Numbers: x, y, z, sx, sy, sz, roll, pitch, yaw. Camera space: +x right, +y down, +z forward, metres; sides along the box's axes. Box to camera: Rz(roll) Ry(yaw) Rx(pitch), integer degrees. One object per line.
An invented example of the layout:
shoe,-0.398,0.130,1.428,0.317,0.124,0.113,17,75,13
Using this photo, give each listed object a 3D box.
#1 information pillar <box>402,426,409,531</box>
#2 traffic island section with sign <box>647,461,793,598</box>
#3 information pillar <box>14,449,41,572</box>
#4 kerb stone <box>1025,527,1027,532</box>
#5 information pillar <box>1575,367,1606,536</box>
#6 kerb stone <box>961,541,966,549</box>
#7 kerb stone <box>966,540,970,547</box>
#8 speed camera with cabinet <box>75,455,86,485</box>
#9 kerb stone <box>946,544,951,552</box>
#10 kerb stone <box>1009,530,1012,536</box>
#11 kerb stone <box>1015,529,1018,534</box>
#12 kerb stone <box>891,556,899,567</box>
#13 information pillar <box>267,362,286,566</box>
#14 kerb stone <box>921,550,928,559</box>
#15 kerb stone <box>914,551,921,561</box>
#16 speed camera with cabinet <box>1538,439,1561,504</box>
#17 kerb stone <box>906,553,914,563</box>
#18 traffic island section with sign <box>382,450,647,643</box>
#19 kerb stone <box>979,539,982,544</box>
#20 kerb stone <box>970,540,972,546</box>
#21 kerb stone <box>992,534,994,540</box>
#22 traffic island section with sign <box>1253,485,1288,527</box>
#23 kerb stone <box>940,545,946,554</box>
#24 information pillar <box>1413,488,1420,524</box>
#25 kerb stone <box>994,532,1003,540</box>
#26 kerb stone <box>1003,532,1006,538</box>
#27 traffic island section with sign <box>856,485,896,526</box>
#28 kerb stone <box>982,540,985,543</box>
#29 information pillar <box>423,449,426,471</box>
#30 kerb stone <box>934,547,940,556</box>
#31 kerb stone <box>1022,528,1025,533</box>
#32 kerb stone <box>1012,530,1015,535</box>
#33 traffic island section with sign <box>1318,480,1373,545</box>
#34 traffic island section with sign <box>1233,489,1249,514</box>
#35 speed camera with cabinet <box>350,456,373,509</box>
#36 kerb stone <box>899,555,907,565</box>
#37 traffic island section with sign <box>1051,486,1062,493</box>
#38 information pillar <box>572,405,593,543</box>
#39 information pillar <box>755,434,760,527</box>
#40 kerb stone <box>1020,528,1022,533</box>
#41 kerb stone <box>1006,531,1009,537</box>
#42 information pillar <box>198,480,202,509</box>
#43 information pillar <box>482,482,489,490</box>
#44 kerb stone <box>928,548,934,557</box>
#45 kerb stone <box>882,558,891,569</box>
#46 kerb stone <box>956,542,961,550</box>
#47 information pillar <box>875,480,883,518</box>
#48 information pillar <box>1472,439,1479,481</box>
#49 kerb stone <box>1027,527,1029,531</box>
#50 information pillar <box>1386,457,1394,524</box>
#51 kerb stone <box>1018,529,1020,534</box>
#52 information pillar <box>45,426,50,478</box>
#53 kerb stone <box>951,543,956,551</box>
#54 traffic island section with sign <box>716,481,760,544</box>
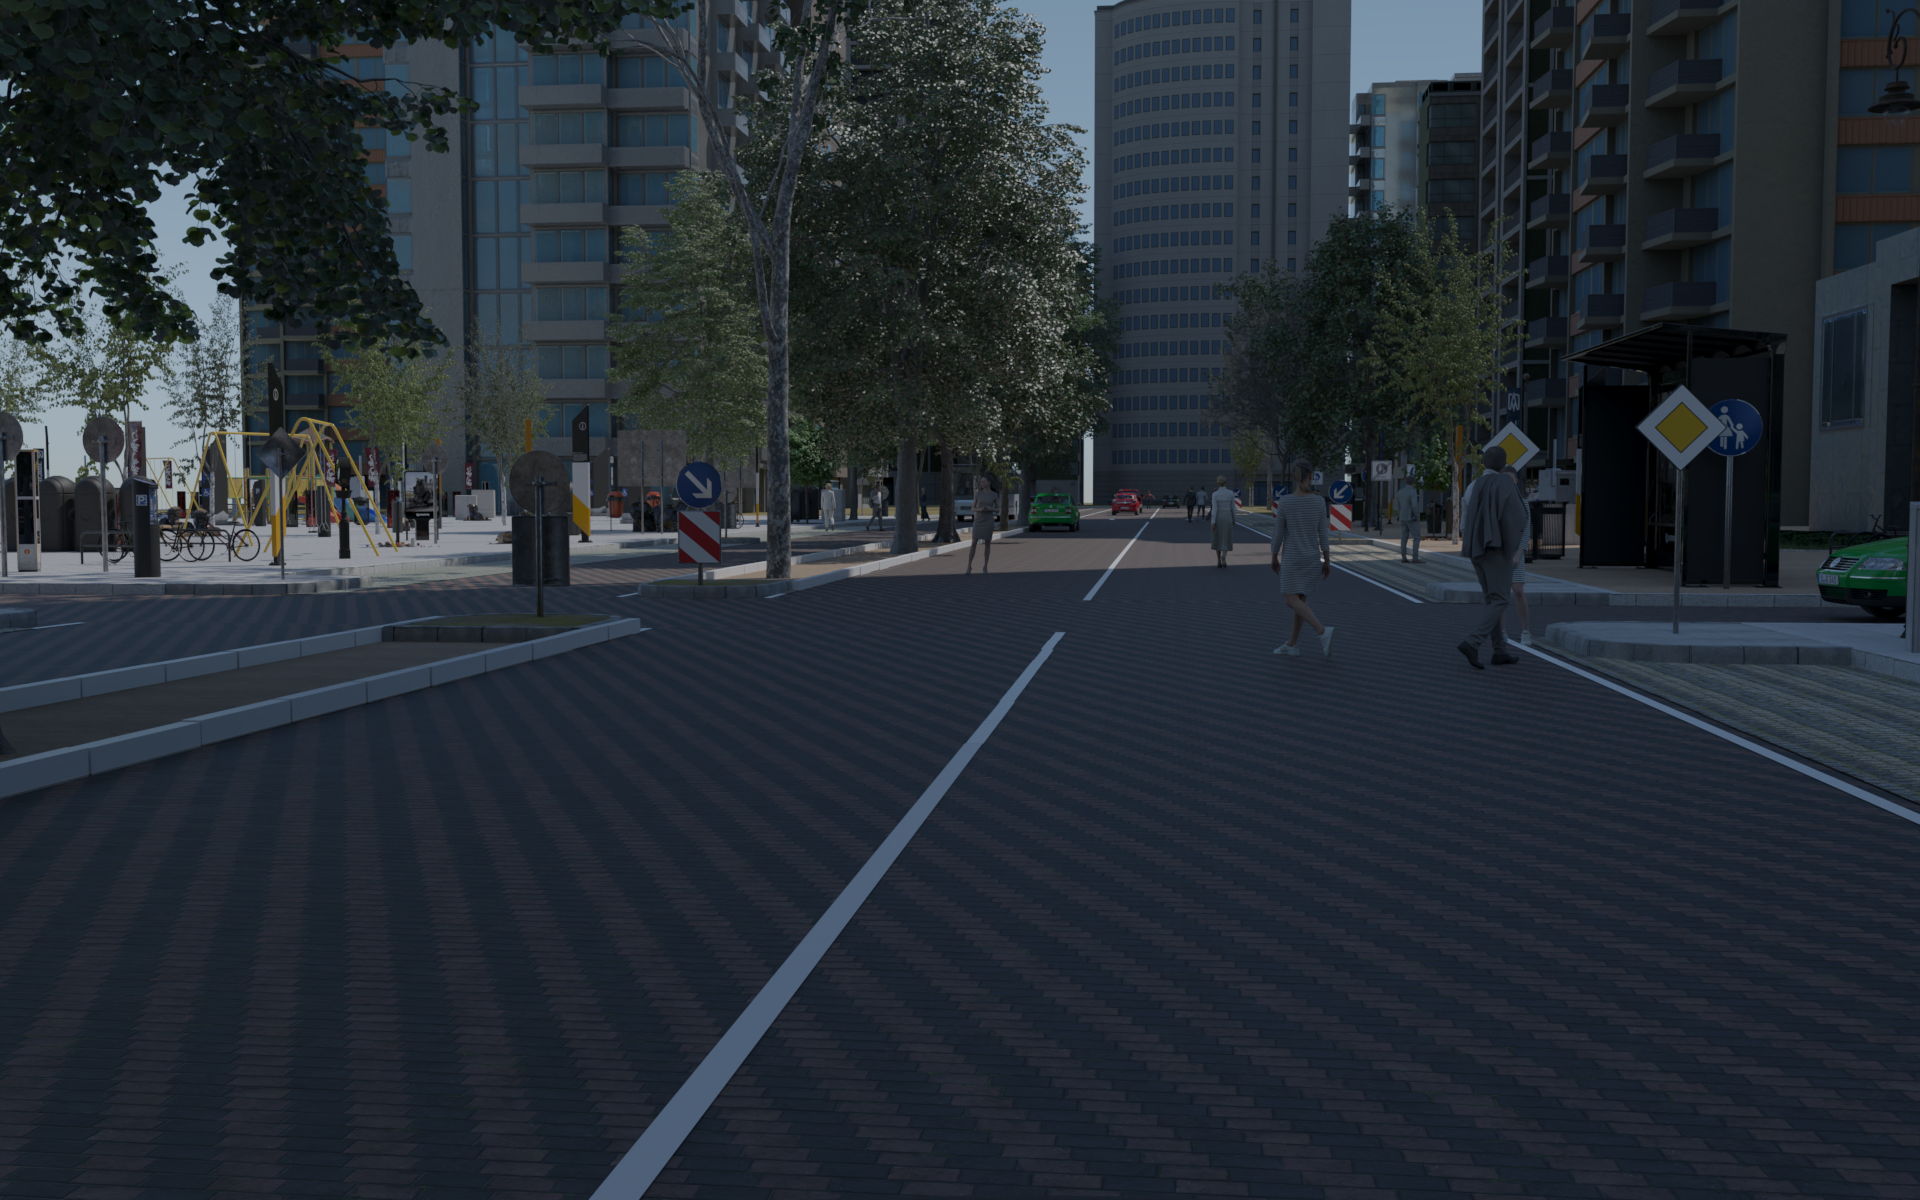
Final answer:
information pillar,-19.093,-4.174,59.600,0.183,3.616,0.504,-2,4,-24
traffic island section with sign,-3.569,-1.024,24.874,2.006,1.907,1.989,0,4,7
information pillar,-15.362,-1.471,28.537,0.304,2.012,0.304,-1,4,-17
kerb stone,2.316,-2.606,64.799,0.120,0.150,1.000,0,4,7
information pillar,11.574,-2.471,31.759,0.504,3.616,0.183,1,4,11
kerb stone,-0.036,-1.422,45.453,0.120,0.150,1.000,0,4,7
kerb stone,0.086,-1.483,46.468,0.120,0.150,1.000,0,4,7
speed camera with cabinet,-45.404,-5.753,88.395,2.038,3.252,0.660,0,4,-4
kerb stone,-0.400,-1.235,42.396,0.120,0.150,1.000,0,4,7
kerb stone,1.583,-2.233,58.708,0.120,0.150,1.000,0,4,7
kerb stone,1.831,-2.357,60.737,0.120,0.150,1.000,0,4,7
kerb stone,-1.395,-0.736,34.255,0.120,0.150,1.000,0,4,7
information pillar,-12.264,-2.431,31.097,0.183,3.616,0.504,0,4,0
kerb stone,-0.900,-0.983,38.327,0.120,0.150,1.000,0,4,7
kerb stone,-1.016,-0.924,37.303,0.120,0.150,1.000,0,4,7
speed camera with cabinet,22.096,-4.205,63.093,2.038,3.252,0.660,-1,4,-19
kerb stone,-1.152,-0.862,36.290,0.120,0.150,1.000,0,4,7
traffic island section with sign,-4.472,-0.574,17.522,2.006,1.907,1.989,0,4,7
kerb stone,0.456,-1.672,49.529,0.120,0.150,1.000,0,4,7
kerb stone,0.205,-1.544,47.484,0.120,0.150,1.000,0,4,7
kerb stone,0.836,-1.859,52.584,0.120,0.150,1.000,0,4,7
traffic island section with sign,13.958,-4.146,76.420,1.989,1.847,2.006,0,4,7
kerb stone,-0.527,-1.172,41.379,0.120,0.150,1.000,0,4,7
information pillar,19.140,-4.180,72.829,0.304,2.012,0.304,-1,4,-9
kerb stone,1.203,-2.046,55.649,0.120,0.150,1.000,0,4,7
kerb stone,1.319,-2.105,56.665,0.120,0.150,1.000,0,4,7
traffic island section with sign,-3.550,-4.240,77.948,1.989,1.847,2.006,0,4,7
kerb stone,0.707,-1.794,51.558,0.120,0.150,1.000,0,4,7
information pillar,-28.198,-6.108,91.221,0.183,3.616,0.504,-1,4,-9
kerb stone,-0.654,-1.106,40.365,0.120,0.150,1.000,0,4,7
kerb stone,2.198,-2.543,63.783,0.120,0.150,1.000,0,4,7
kerb stone,1.703,-2.295,59.723,0.120,0.150,1.000,0,4,7
traffic island section with sign,10.676,-2.495,49.428,1.989,1.847,2.006,0,4,7
traffic island section with sign,19.854,-7.117,124.998,1.989,1.847,2.006,0,4,7
speed camera with cabinet,-31.067,-5.844,89.884,0.660,3.252,2.038,0,4,-1
kerb stone,-1.273,-0.793,35.275,0.120,0.150,1.000,0,4,7
traffic island section with sign,5.480,-5.586,99.468,2.006,1.907,1.989,0,4,7
information pillar,-9.968,-3.319,45.627,0.504,3.616,0.183,1,4,19
information pillar,-7.926,-4.671,67.727,0.183,3.616,0.504,0,4,-5
kerb stone,2.068,-2.479,62.768,0.120,0.150,1.000,0,4,7
kerb stone,1.447,-2.171,57.685,0.120,0.150,1.000,0,4,7
information pillar,-39.538,-5.257,90.440,0.304,2.012,0.304,0,4,6
information pillar,-28.020,-5.985,102.345,0.304,2.012,0.304,3,5,39
kerb stone,-0.778,-1.047,39.346,0.120,0.150,1.000,0,4,7
kerb stone,-1.513,-0.675,33.234,0.120,0.150,1.000,0,4,7
kerb stone,-0.156,-1.358,44.435,0.120,0.150,1.000,0,4,7
information pillar,-4.382,-5.458,93.738,0.304,2.012,0.304,1,4,20
information pillar,21.817,-5.016,73.361,0.183,3.616,0.504,-1,4,-10
kerb stone,2.435,-2.668,65.814,0.120,0.150,1.000,0,4,7
information pillar,18.241,-5.015,73.346,0.183,3.616,0.504,2,4,28
kerb stone,1.945,-2.419,61.753,0.120,0.150,1.000,0,4,7
information pillar,-31.155,-4.147,59.160,0.183,3.616,0.504,-2,4,-30
kerb stone,-0.284,-1.298,43.411,0.120,0.150,1.000,0,4,7
traffic island section with sign,-6.894,-2.555,50.407,1.989,1.847,2.006,0,4,7
